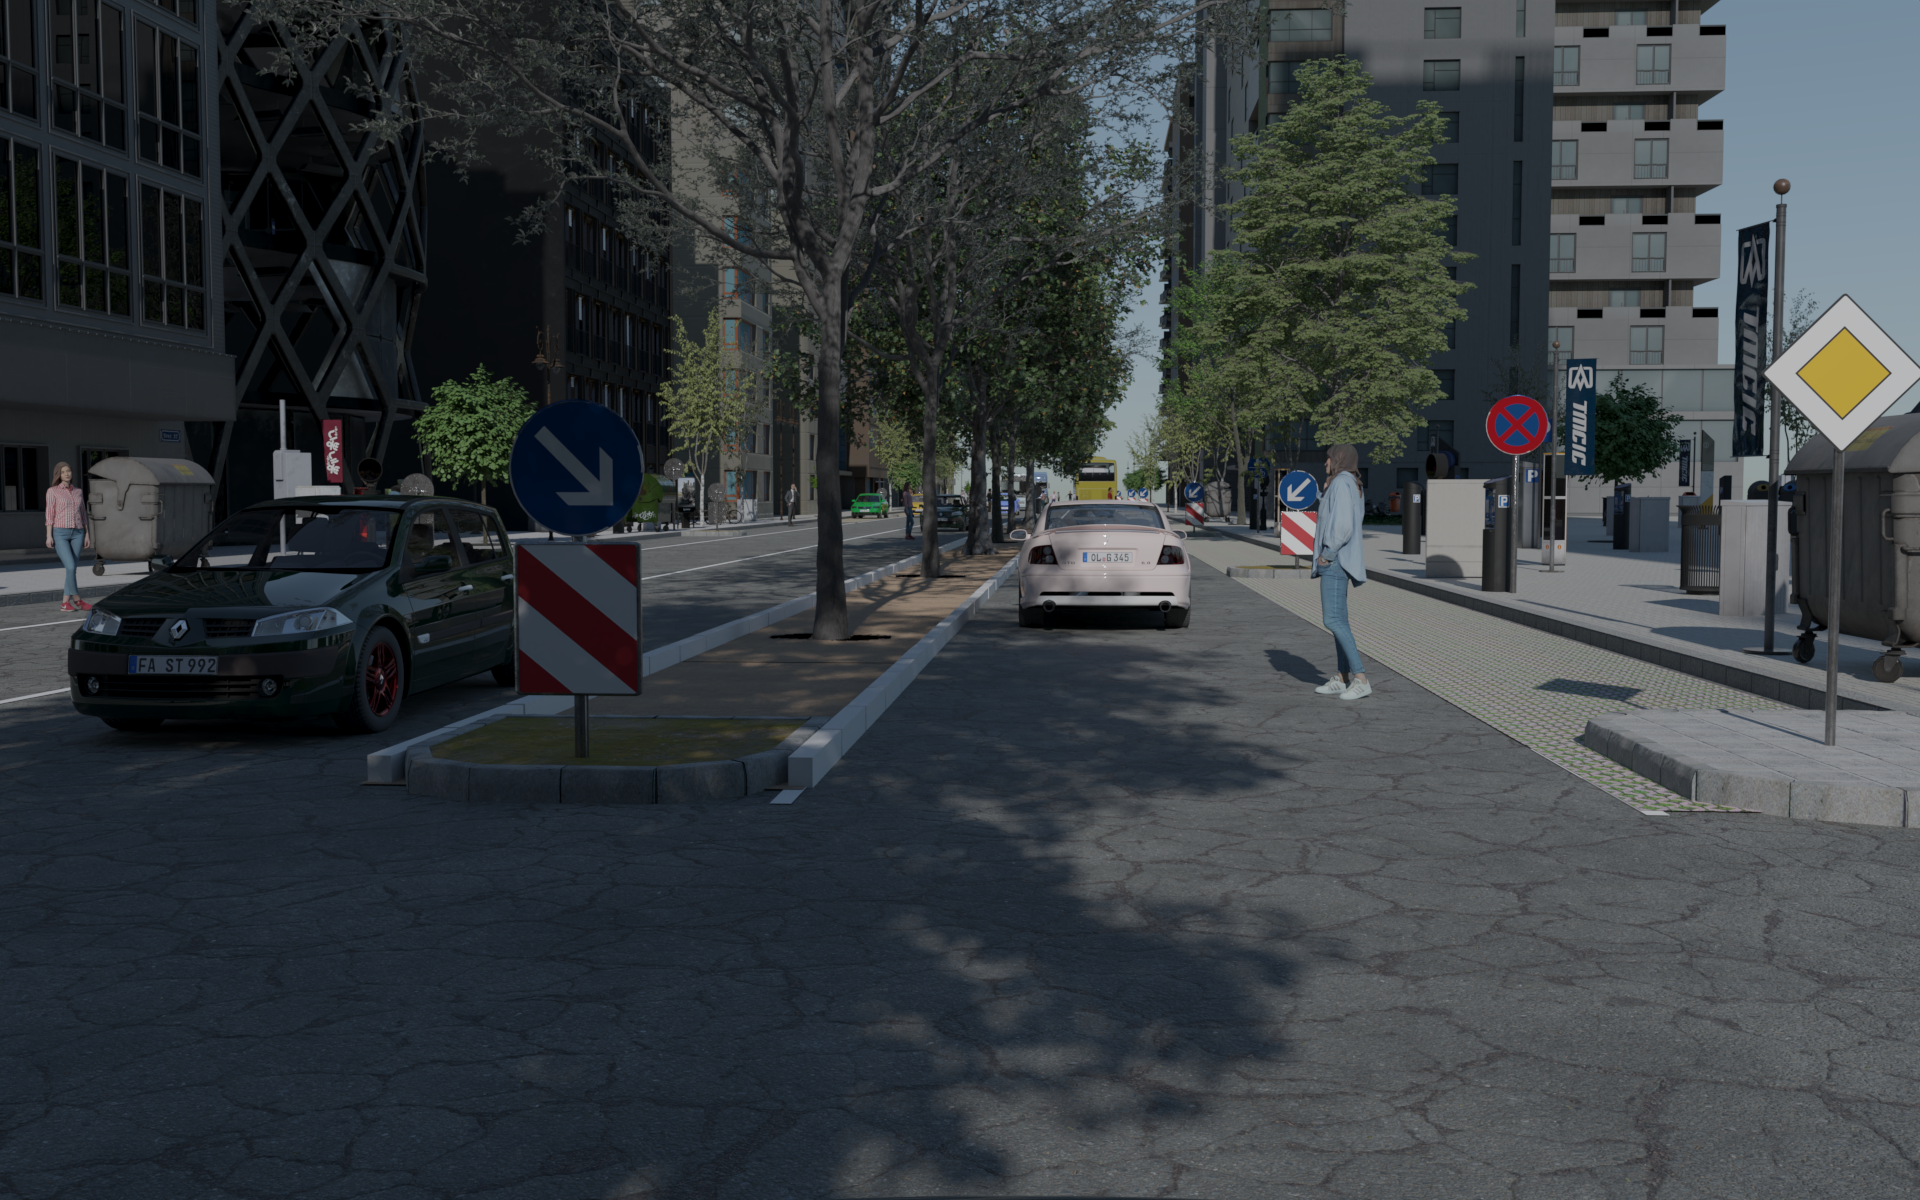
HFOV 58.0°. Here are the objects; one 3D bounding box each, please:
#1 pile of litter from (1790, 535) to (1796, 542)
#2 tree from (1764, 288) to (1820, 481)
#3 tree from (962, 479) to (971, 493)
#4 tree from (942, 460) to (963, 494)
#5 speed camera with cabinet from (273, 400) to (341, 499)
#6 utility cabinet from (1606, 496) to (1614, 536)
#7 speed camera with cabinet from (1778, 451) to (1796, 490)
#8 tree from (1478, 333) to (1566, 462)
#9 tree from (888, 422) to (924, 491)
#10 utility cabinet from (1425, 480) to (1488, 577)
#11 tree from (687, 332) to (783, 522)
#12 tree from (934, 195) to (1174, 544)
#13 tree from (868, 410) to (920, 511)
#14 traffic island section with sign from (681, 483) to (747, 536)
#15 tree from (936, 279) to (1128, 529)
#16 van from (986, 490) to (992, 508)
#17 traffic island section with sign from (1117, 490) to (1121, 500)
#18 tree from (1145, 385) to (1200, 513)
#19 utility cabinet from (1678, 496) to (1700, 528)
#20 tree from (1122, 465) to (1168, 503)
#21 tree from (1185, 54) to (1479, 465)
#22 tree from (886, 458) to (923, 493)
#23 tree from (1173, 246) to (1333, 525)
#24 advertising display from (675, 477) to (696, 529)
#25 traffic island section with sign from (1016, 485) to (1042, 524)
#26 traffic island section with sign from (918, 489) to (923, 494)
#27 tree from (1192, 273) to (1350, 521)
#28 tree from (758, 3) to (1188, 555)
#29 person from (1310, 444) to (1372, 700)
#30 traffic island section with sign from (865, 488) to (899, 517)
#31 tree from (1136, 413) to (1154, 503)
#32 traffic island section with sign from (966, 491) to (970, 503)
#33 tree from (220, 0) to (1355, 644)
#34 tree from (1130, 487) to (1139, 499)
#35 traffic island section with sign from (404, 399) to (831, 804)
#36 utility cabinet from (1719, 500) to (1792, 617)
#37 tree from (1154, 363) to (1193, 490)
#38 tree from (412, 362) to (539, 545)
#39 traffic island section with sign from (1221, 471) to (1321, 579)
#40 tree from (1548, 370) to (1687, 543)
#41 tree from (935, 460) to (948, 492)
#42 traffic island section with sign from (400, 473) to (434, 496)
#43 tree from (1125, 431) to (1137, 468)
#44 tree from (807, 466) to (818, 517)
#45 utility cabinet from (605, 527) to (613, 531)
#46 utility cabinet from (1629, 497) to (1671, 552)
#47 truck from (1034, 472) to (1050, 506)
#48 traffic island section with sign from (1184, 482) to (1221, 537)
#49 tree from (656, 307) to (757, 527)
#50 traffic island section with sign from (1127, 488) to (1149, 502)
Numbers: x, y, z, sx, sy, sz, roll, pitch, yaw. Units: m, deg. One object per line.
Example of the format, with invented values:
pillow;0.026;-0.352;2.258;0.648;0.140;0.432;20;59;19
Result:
pile of litter;21.934;-1.996;46.600;1.719;0.858;1.176;0;4;1
tree;29.763;-6.791;61.399;4.360;8.622;3.978;0;3;0
tree;1.060;-13.815;220.470;1.663;3.219;1.824;0;3;0
tree;-1.223;-15.120;197.581;4.737;8.622;4.395;0;3;0
speed camera with cabinet;-13.619;-2.556;36.122;0.660;3.252;2.038;-3;5;-44
utility cabinet;20.310;-2.573;53.234;0.306;1.237;1.020;-1;4;-16
speed camera with cabinet;38.523;-5.206;79.449;2.038;3.252;0.660;0;4;-4
tree;26.215;-7.933;80.068;4.360;8.622;3.978;0;3;0
tree;-3.332;-14.926;162.161;7.486;12.596;7.792;0;3;0
utility cabinet;7.750;-1.092;26.535;1.173;1.500;0.318;1;4;12
tree;-10.051;-7.800;77.890;4.360;8.622;3.978;0;3;0
tree;0.989;-7.457;50.139;9.928;11.665;9.643;0;3;0
tree;-5.211;-11.107;131.956;4.737;8.622;4.395;0;3;0
traffic island section with sign;-8.439;-3.128;59.778;1.989;1.847;2.006;0;4;4
tree;2.973;-9.194;70.906;7.486;12.596;7.792;0;3;0
van;3.432;-10.379;176.702;2.013;2.044;4.112;0;4;6
traffic island section with sign;13.295;-7.763;135.558;1.989;1.847;2.006;0;4;4
tree;14.477;-10.129;115.964;4.360;8.622;3.978;0;3;0
utility cabinet;27.908;-3.354;66.001;1.020;1.237;0.306;-1;4;-11
tree;20.523;-13.098;197.871;4.285;4.588;4.351;0;3;0
tree;9.902;-7.817;45.939;7.486;12.596;7.792;0;3;0
tree;-4.658;-10.071;148.381;4.285;4.588;4.351;0;3;0
tree;11.790;-8.928;71.724;9.928;11.665;9.643;0;3;0
advertising display;-10.191;-3.614;64.295;0.123;1.923;0.974;2;4;34
traffic island section with sign;3.621;-4.634;83.908;2.006;1.907;1.989;0;4;4
traffic island section with sign;-2.931;-7.787;135.940;1.989;1.847;2.006;0;4;4
tree;10.157;-6.308;53.493;4.737;8.622;4.395;0;3;0
tree;0.439;-7.389;40.269;9.611;12.733;9.660;0;3;0
person;2.730;-0.219;12.344;0.793;1.790;0.793;-1;4;-17
traffic island section with sign;-4.891;-6.131;108.866;1.989;1.847;2.006;0;4;4
tree;12.583;-8.779;93.901;4.737;8.622;4.395;0;3;0
traffic island section with sign;1.087;-11.180;191.423;1.989;1.847;2.006;0;4;4
tree;-1.295;-6.358;16.787;12.009;13.543;11.850;0;3;0
tree;20.696;-12.688;202.043;1.663;3.219;1.824;0;3;0
traffic island section with sign;-1.792;-0.051;8.964;2.006;1.907;1.989;0;4;4
utility cabinet;8.509;-0.450;18.514;1.020;1.237;0.306;-3;5;-40
tree;12.609;-8.083;82.524;4.737;8.622;4.395;0;3;0
tree;-11.945;-3.648;43.361;4.285;4.588;4.351;0;3;0
traffic island section with sign;5.670;-1.311;30.067;1.989;1.847;2.006;0;4;4
tree;17.468;-3.816;46.106;4.285;4.588;4.351;0;3;0
tree;-2.678;-14.147;181.659;4.360;8.622;3.978;0;3;0
traffic island section with sign;-10.404;-1.468;32.626;1.989;1.847;2.006;0;4;4
tree;16.986;-12.459;154.065;4.737;8.622;4.395;0;3;0
tree;-7.739;-6.398;99.212;1.663;3.219;1.824;0;3;0
utility cabinet;-12.139;-3.000;60.217;0.306;1.237;1.020;2;4;26
utility cabinet;15.307;-1.670;38.467;1.020;1.237;0.306;-2;4;-31
truck;9.893;-13.940;217.676;2.967;4.110;18.799;0;4;4
traffic island section with sign;7.689;-3.015;57.921;1.989;1.847;2.006;0;4;4
tree;-10.144;-7.210;68.250;4.737;8.622;4.395;0;3;0
traffic island section with sign;11.361;-6.116;108.626;1.989;1.847;2.006;0;4;4
